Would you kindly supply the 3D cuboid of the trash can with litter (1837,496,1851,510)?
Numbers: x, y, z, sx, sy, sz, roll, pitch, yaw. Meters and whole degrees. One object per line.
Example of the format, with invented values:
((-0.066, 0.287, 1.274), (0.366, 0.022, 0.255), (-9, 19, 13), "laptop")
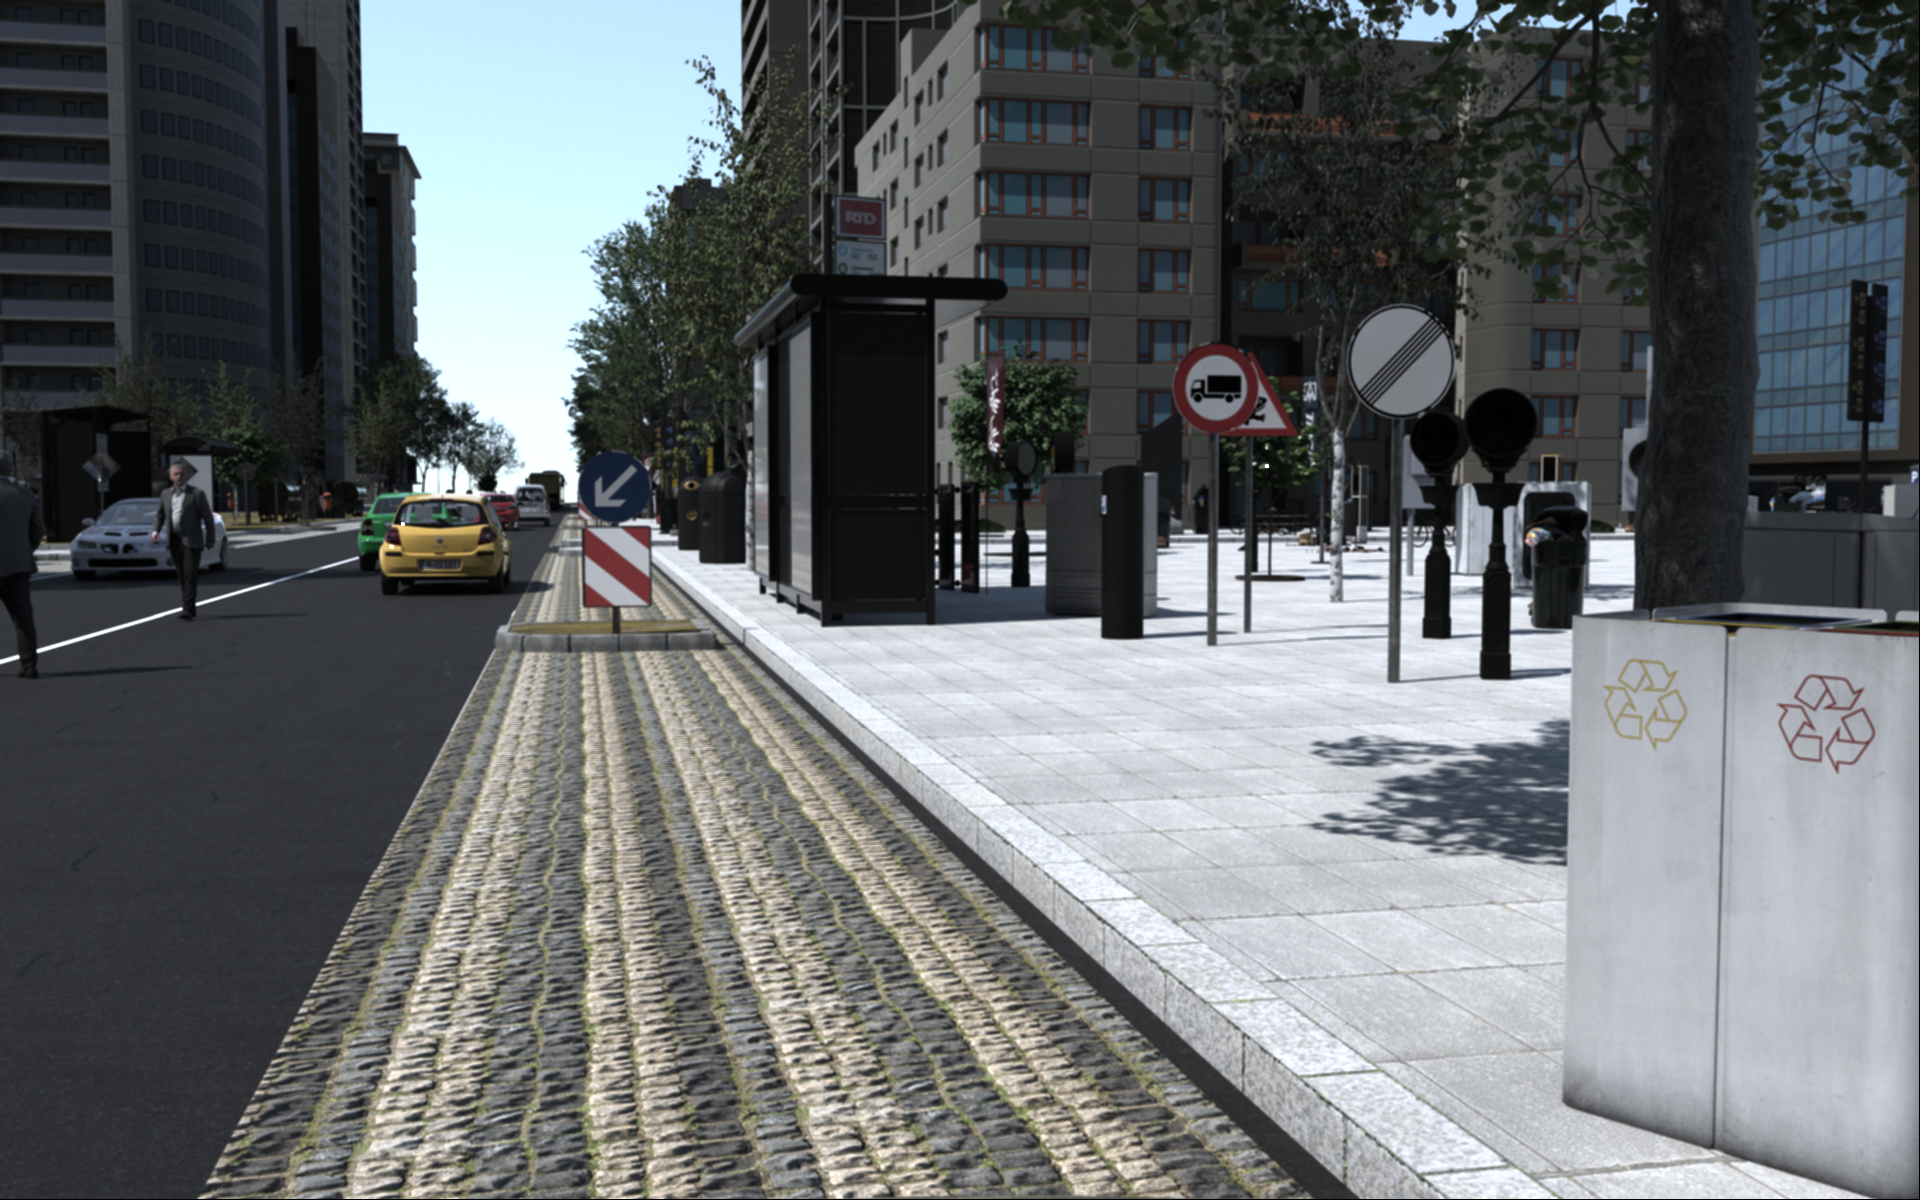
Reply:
((35.259, -3.602, 69.945), (2.233, 1.210, 1.678), (0, 4, -2), "trash can with litter")

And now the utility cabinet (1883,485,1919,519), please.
((22.934, -2.049, 42.186), (1.173, 1.500, 0.318), (-2, 4, -32), "utility cabinet")

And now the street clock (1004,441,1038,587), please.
((0.838, -1.183, 23.909), (0.358, 2.002, 0.471), (3, 5, 41), "street clock")

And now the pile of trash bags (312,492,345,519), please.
((-33.116, -4.939, 90.502), (1.912, 1.369, 3.447), (-2, 4, -24), "pile of trash bags")

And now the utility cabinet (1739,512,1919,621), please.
((3.034, 0.294, 6.361), (0.306, 1.237, 1.020), (-1, 4, -15), "utility cabinet")

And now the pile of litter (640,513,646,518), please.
((-17.605, -4.874, 93.647), (1.176, 0.858, 1.719), (-2, 4, -30), "pile of litter")

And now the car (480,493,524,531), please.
((-18.570, -3.687, 69.323), (2.155, 1.783, 4.494), (-1, 4, -14), "car")

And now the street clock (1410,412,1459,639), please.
((4.249, -0.661, 15.376), (0.471, 2.002, 0.358), (3, 5, 40), "street clock")

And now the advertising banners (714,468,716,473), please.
((-16.047, -7.394, 117.075), (2.074, 3.025, 0.090), (-2, 4, -33), "advertising banners")

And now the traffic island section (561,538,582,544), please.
((-10.135, -1.604, 48.512), (2.009, 0.180, 2.903), (-1, 4, -12), "traffic island section")

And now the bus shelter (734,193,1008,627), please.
((-1.488, -2.645, 20.871), (2.179, 5.291, 8.768), (-1, 4, -13), "bus shelter")

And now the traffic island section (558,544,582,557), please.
((-8.411, -1.127, 40.714), (2.009, 0.180, 2.903), (-1, 4, -12), "traffic island section")

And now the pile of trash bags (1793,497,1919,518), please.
((14.327, -1.047, 26.870), (3.447, 1.369, 1.912), (-1, 4, -22), "pile of trash bags")

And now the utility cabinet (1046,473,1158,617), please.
((1.472, -0.579, 18.140), (1.173, 1.500, 0.318), (2, 4, 34), "utility cabinet")

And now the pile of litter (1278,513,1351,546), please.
((8.942, -1.791, 43.242), (1.719, 0.858, 1.176), (0, 4, 4), "pile of litter")

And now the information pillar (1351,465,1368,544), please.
((10.290, -2.454, 44.612), (0.304, 2.012, 0.304), (-2, 4, -35), "information pillar")

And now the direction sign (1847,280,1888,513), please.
((9.744, -1.630, 18.653), (0.876, 3.537, 0.379), (-3, 5, -41), "direction sign")

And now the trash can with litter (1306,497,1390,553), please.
((8.896, -1.669, 38.349), (2.233, 1.210, 1.678), (1, 4, 23), "trash can with litter")

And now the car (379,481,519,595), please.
((-7.731, -0.979, 26.228), (2.015, 1.641, 3.980), (-1, 4, -12), "car")

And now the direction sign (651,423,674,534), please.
((-9.509, -3.893, 55.655), (0.876, 3.537, 0.379), (2, 4, 35), "direction sign")

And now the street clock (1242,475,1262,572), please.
((4.795, -1.456, 28.369), (0.471, 2.002, 0.358), (1, 4, 10), "street clock")

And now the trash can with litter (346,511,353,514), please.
((-38.704, -5.978, 109.133), (1.055, 1.170, 0.624), (-1, 4, -16), "trash can with litter")

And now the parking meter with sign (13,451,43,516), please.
((-37.628, -4.555, 70.735), (1.738, 3.016, 0.543), (-2, 4, -24), "parking meter with sign")

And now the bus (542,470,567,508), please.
((-42.696, -11.556, 180.494), (2.896, 3.916, 12.252), (-1, 4, -10), "bus")

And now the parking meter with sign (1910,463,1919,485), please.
((24.153, -2.876, 43.284), (1.738, 3.016, 0.543), (0, 4, -2), "parking meter with sign")

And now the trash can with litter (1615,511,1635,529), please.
((24.642, -3.218, 63.678), (1.678, 1.210, 2.233), (1, 4, 13), "trash can with litter")

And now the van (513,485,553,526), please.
((-19.312, -4.336, 77.903), (2.013, 2.044, 4.112), (-1, 4, -14), "van")

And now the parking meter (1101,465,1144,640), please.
((1.447, -0.428, 15.403), (0.372, 1.533, 0.369), (0, 3, 0), "parking meter")

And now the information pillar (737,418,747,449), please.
((-6.715, -3.796, 53.419), (0.183, 3.616, 0.504), (-3, 4, -38), "information pillar")

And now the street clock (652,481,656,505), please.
((-17.176, -5.630, 96.622), (0.471, 2.002, 0.358), (0, 4, -3), "street clock")

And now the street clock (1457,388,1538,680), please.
((3.720, -0.453, 11.980), (0.471, 2.002, 0.358), (1, 4, 11), "street clock")

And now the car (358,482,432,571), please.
((-10.558, -1.523, 33.698), (1.959, 1.807, 4.718), (-1, 4, -12), "car")

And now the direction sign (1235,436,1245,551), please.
((6.478, -2.881, 39.098), (0.379, 3.537, 0.876), (3, 5, 44), "direction sign")

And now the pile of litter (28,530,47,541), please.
((-25.656, -2.044, 47.388), (1.176, 0.858, 1.719), (-2, 4, -27), "pile of litter")

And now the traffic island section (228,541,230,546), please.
((-20.722, -1.462, 46.185), (2.009, 0.180, 2.903), (-1, 4, -12), "traffic island section")

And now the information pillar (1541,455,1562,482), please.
((11.114, -1.719, 32.602), (0.304, 2.012, 0.304), (2, 4, 32), "information pillar")

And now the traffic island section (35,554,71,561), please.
((-18.999, -0.985, 38.387), (2.009, 0.180, 2.903), (-1, 4, -12), "traffic island section")

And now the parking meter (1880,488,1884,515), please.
((37.186, -3.742, 69.587), (0.372, 1.533, 0.369), (0, 3, 0), "parking meter")

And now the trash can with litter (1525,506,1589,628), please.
((5.720, -0.333, 16.833), (0.624, 1.170, 1.055), (0, 4, 8), "trash can with litter")

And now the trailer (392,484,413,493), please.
((-32.612, -5.758, 101.191), (1.471, 1.999, 3.904), (-1, 4, -13), "trailer")

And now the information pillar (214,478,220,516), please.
((-34.553, -4.643, 80.412), (0.304, 2.012, 0.304), (-3, 5, -39), "information pillar")

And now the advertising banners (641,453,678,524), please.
((-12.809, -4.785, 74.421), (2.074, 3.025, 0.090), (1, 4, 23), "advertising banners")

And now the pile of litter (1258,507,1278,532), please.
((10.285, -2.726, 58.529), (1.176, 0.858, 1.719), (0, 4, 1), "pile of litter")

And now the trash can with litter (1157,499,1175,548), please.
((4.823, -1.826, 41.248), (0.624, 1.170, 1.055), (0, 4, 5), "trash can with litter")

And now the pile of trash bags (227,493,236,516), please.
((-43.846, -5.567, 100.768), (3.447, 1.369, 1.912), (-2, 4, -29), "pile of trash bags")

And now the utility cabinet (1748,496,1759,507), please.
((26.817, -2.926, 59.004), (1.020, 1.237, 0.306), (-3, 5, -40), "utility cabinet")

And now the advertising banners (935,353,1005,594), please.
((0.122, -1.612, 22.536), (0.090, 3.025, 2.074), (-2, 4, -25), "advertising banners")

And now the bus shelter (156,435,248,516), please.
((-27.088, -4.173, 62.146), (2.014, 3.302, 5.546), (-1, 4, -12), "bus shelter")

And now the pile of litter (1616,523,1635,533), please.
((22.816, -2.696, 58.045), (1.719, 0.858, 1.176), (2, 4, 24), "pile of litter")

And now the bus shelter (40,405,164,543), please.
((-23.878, -3.497, 48.464), (1.731, 3.624, 6.357), (-1, 4, -12), "bus shelter")

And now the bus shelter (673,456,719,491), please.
((-12.374, -5.273, 80.144), (2.014, 3.302, 5.546), (-1, 4, -12), "bus shelter")

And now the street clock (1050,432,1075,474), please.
((1.204, -0.968, 20.402), (0.358, 2.002, 0.471), (0, 4, -5), "street clock")

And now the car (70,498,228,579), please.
((-14.348, -1.131, 30.858), (2.083, 1.381, 4.827), (-1, 4, -12), "car")

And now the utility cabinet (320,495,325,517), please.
((-34.414, -5.036, 93.502), (0.306, 1.237, 1.020), (-1, 4, -21), "utility cabinet")
